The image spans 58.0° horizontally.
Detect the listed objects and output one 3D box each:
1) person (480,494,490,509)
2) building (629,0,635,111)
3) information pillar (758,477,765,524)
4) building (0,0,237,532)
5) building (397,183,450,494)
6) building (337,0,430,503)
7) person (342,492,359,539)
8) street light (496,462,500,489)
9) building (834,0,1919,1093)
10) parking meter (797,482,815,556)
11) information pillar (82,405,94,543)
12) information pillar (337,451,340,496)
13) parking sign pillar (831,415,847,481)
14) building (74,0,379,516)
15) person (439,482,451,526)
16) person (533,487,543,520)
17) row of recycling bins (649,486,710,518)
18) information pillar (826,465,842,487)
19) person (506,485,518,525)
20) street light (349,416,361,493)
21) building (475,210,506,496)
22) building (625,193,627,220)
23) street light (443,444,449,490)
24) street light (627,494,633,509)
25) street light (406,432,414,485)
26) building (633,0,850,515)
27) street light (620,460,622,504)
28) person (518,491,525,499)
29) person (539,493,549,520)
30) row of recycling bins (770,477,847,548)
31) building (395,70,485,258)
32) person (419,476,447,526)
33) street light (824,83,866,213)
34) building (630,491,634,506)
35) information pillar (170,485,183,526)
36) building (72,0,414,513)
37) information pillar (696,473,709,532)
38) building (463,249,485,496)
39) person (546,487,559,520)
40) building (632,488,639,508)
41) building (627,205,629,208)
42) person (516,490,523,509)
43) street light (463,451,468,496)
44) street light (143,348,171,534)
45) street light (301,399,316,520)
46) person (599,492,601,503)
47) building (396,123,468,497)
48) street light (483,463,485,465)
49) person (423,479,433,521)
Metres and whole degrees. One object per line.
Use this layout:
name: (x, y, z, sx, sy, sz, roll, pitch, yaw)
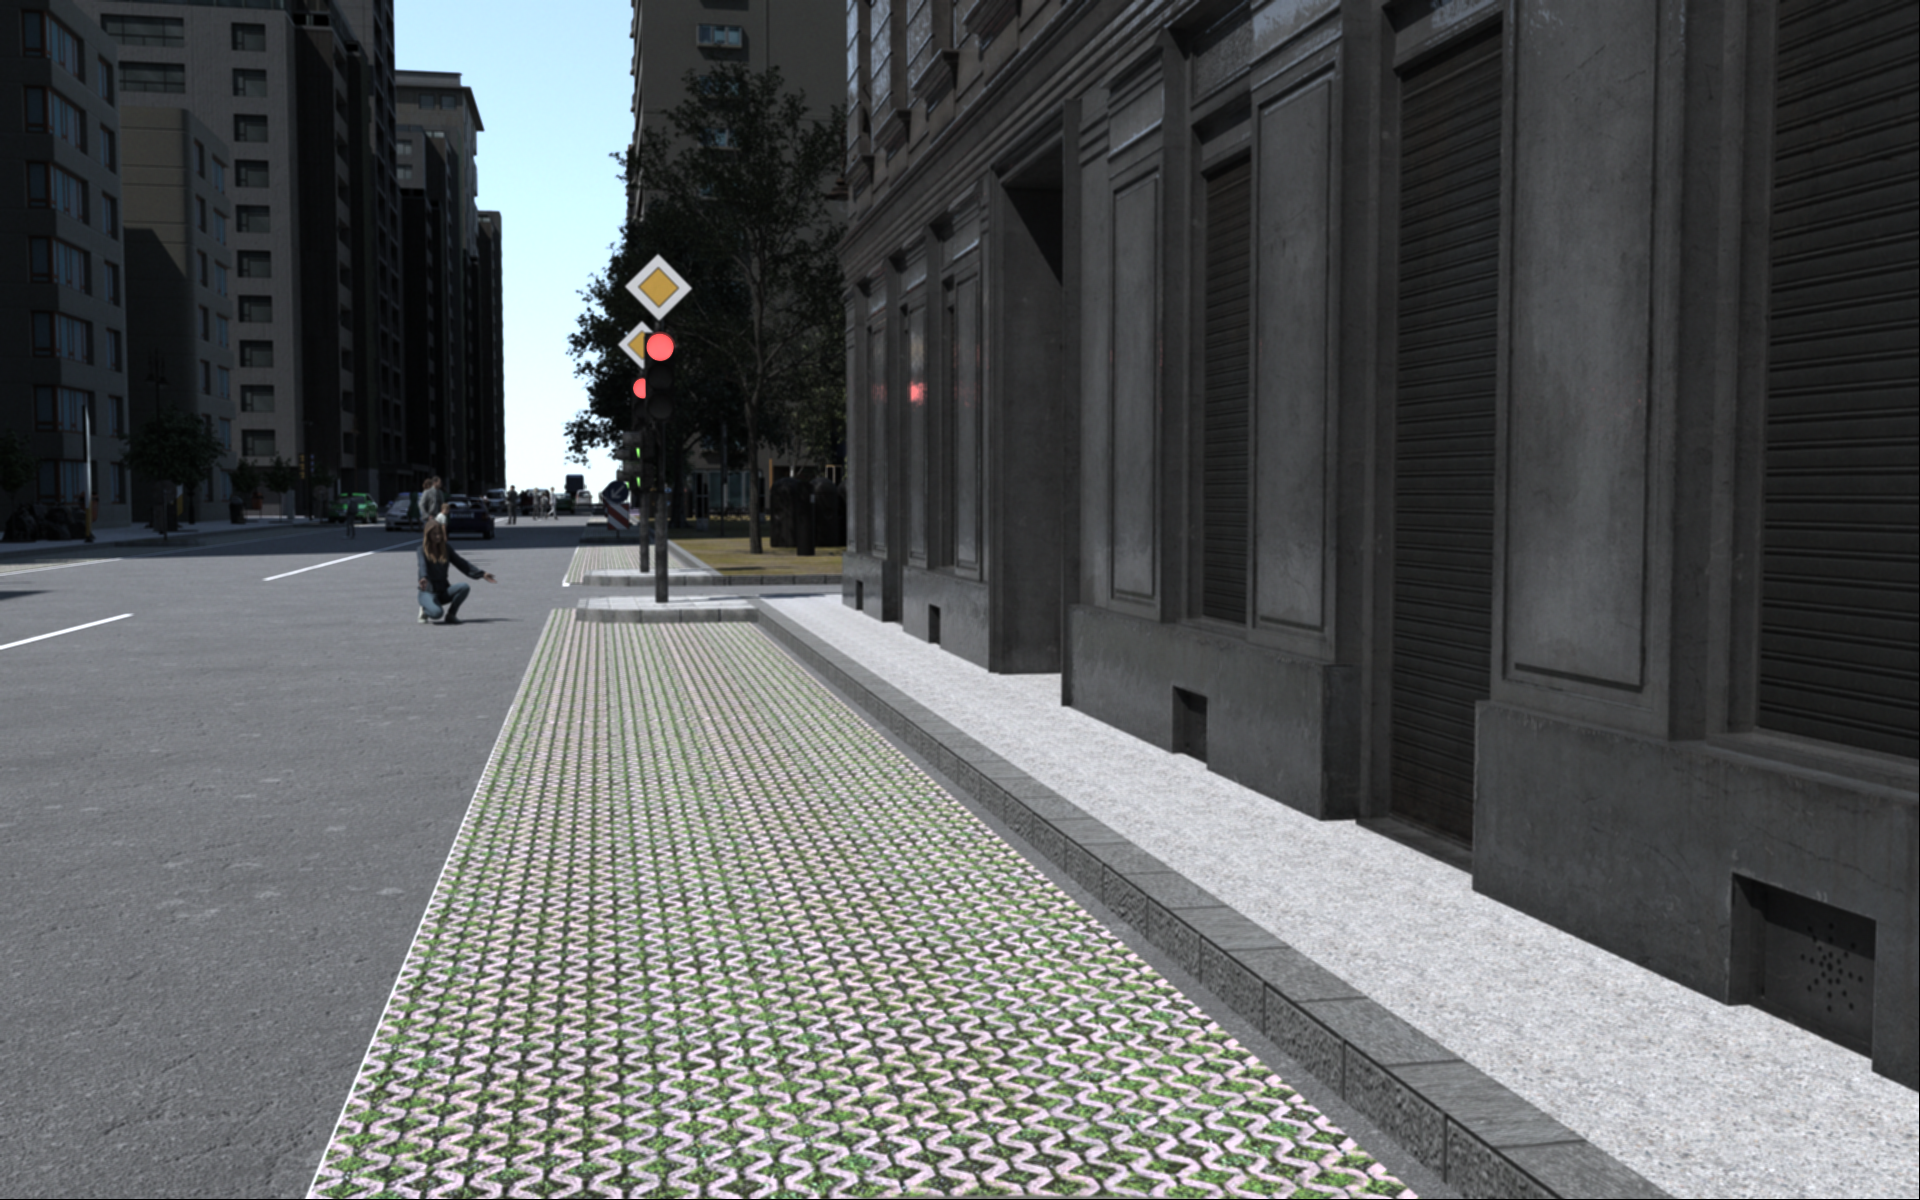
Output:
person: (-28.517, -5.638, 103.874, 0.628, 1.438, 0.799, 0, 4, 0)
building: (-15.200, -29.697, 140.175, 22.147, 44.769, 28.867, -1, 4, -12)
information pillar: (-8.664, -4.330, 75.282, 0.304, 2.012, 0.304, -2, 4, -30)
building: (-46.999, -13.747, 69.795, 27.650, 21.520, 28.899, -1, 4, -12)
building: (-55.794, -23.857, 161.769, 14.160, 30.474, 14.107, -1, 4, -12)
building: (-55.451, -43.098, 142.902, 20.563, 71.187, 20.611, -1, 4, -12)
person: (-19.621, -2.730, 55.738, 0.523, 1.515, 0.503, -1, 4, -16)
street light: (-64.047, -16.365, 240.349, 0.468, 5.910, 1.993, -1, 4, -12)
building: (5.027, -9.947, 11.781, 9.793, 20.994, 18.267, -1, 4, -12)
parking meter: (-3.205, -1.686, 35.982, 0.372, 1.533, 0.369, 0, 3, 0)
information pillar: (-23.088, -3.331, 45.824, 0.183, 3.616, 0.504, -1, 4, -18)
information pillar: (-33.925, -6.317, 94.632, 0.183, 3.616, 0.504, -1, 4, -17)
parking sign pillar: (-3.860, -4.297, 58.720, 1.447, 3.967, 1.447, 2, 4, 28)
building: (-43.420, -20.331, 104.112, 14.160, 30.474, 14.107, -1, 4, -12)
person: (-14.415, -2.401, 47.996, 0.600, 1.795, 0.529, -1, 4, -16)
person: (-23.450, -5.348, 96.121, 0.526, 1.800, 0.537, -1, 4, -16)
row of recycling bins: (-15.035, -5.182, 91.842, 3.534, 1.692, 1.069, 0, 4, -1)
information pillar: (-3.236, -2.451, 44.572, 0.304, 2.012, 0.304, 3, 5, 39)
person: (-21.143, -4.476, 81.482, 0.447, 1.846, 0.655, 2, 4, 30)
street light: (-35.021, -7.807, 100.427, 0.468, 5.910, 1.993, -1, 4, -12)
building: (-71.321, -34.149, 241.922, 14.154, 41.232, 14.086, -1, 4, -12)
building: (-30.169, -34.316, 215.696, 22.147, 44.769, 28.867, -1, 4, -12)
street light: (-47.221, -11.394, 159.085, 0.468, 5.910, 1.993, -1, 4, -12)
street light: (-27.962, -10.682, 147.444, 0.468, 5.910, 1.993, -1, 4, -12)
street light: (-41.119, -9.602, 129.776, 0.468, 5.910, 1.993, -1, 4, -12)
building: (-10.506, -30.044, 114.926, 21.300, 48.544, 21.600, -1, 4, -12)
street light: (-38.745, -13.866, 199.494, 0.468, 5.910, 1.993, -1, 4, -12)
person: (-40.924, -9.387, 162.705, 1.217, 1.736, 0.721, 0, 4, -1)
person: (-22.673, -5.088, 94.282, 0.523, 1.515, 0.503, 2, 4, 24)
row of recycling bins: (-3.006, -2.166, 42.524, 3.534, 1.692, 1.069, -3, 4, -36)
building: (-75.275, -38.503, 218.758, 28.713, 52.752, 27.495, -1, 4, -12)
person: (-11.094, -1.709, 36.541, 0.391, 1.810, 0.635, 1, 4, 17)
street light: (-1.239, -2.890, 20.040, 0.468, 5.910, 1.993, -1, 4, -12)
building: (-30.044, -25.839, 194.173, 14.160, 30.474, 14.107, -1, 4, -12)
information pillar: (-31.315, -4.757, 69.135, 0.183, 3.616, 0.504, 3, 5, 42)
building: (-55.880, -26.247, 121.024, 32.217, 40.220, 23.993, -1, 4, -12)
information pillar: (-8.821, -3.352, 59.290, 0.304, 2.012, 0.304, 2, 4, 31)
building: (-63.034, -26.237, 200.682, 14.160, 30.474, 14.107, -1, 4, -12)
person: (-22.931, -5.438, 97.296, 0.818, 1.842, 0.514, -2, 4, -29)
building: (-15.462, -29.112, 167.854, 32.217, 40.220, 23.993, -1, 4, -12)
building: (-35.539, -38.268, 245.288, 23.786, 49.044, 30.456, -1, 4, -12)
person: (-41.998, -9.639, 166.174, 1.350, 1.814, 0.705, -2, 4, -25)
street light: (-51.951, -12.786, 181.836, 0.468, 5.910, 1.993, -1, 4, -12)
street light: (-25.367, -5.019, 54.849, 0.468, 5.910, 1.993, -1, 4, -12)
street light: (-31.589, -6.808, 84.100, 0.468, 5.910, 1.993, -1, 4, -12)
person: (-49.634, -14.071, 239.236, 0.721, 1.739, 1.217, -2, 4, -35)
building: (-60.881, -30.703, 185.583, 14.154, 41.232, 14.086, -1, 4, -12)
street light: (-58.089, -14.573, 211.056, 0.468, 5.910, 1.993, -1, 4, -12)
person: (-12.443, -1.973, 41.039, 0.573, 1.790, 0.520, -2, 4, -30)
